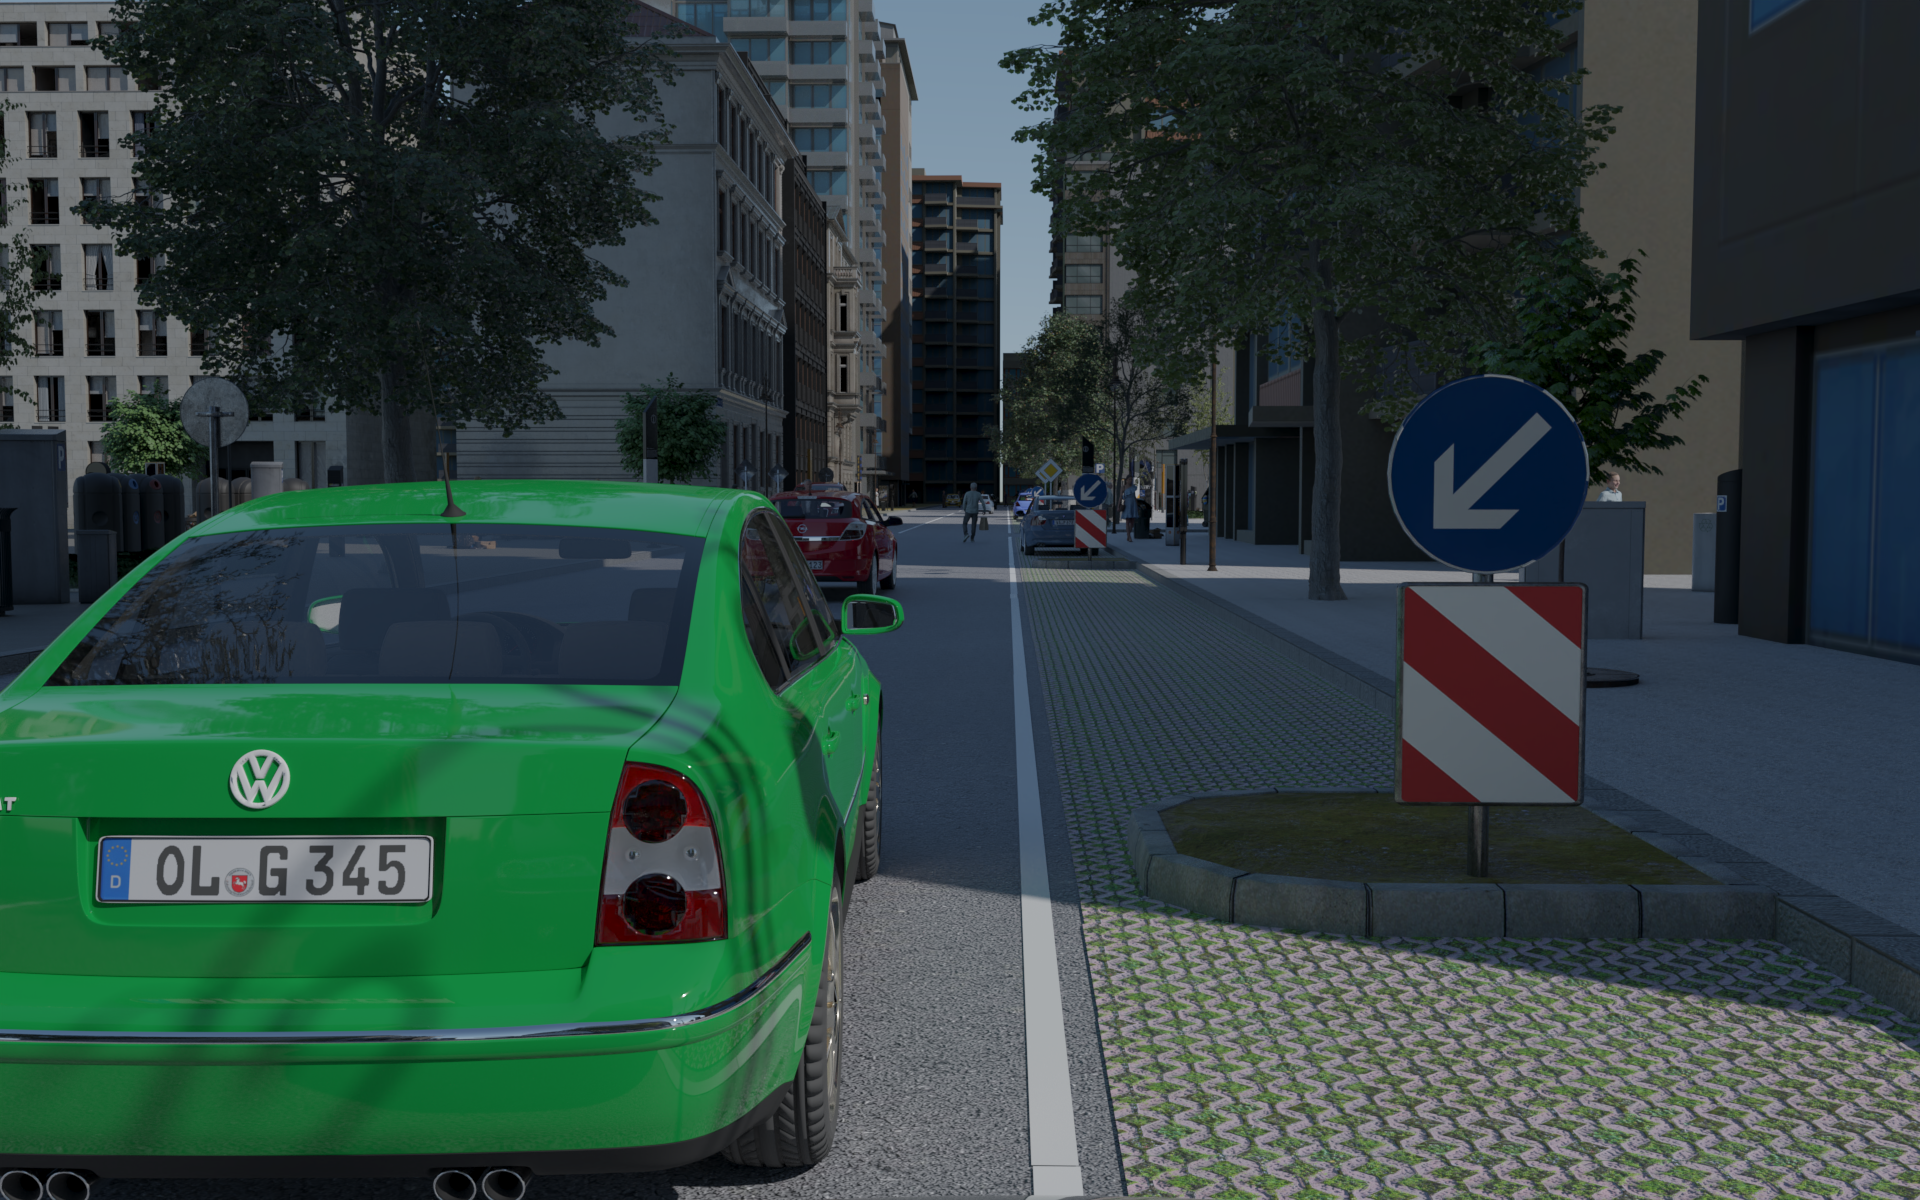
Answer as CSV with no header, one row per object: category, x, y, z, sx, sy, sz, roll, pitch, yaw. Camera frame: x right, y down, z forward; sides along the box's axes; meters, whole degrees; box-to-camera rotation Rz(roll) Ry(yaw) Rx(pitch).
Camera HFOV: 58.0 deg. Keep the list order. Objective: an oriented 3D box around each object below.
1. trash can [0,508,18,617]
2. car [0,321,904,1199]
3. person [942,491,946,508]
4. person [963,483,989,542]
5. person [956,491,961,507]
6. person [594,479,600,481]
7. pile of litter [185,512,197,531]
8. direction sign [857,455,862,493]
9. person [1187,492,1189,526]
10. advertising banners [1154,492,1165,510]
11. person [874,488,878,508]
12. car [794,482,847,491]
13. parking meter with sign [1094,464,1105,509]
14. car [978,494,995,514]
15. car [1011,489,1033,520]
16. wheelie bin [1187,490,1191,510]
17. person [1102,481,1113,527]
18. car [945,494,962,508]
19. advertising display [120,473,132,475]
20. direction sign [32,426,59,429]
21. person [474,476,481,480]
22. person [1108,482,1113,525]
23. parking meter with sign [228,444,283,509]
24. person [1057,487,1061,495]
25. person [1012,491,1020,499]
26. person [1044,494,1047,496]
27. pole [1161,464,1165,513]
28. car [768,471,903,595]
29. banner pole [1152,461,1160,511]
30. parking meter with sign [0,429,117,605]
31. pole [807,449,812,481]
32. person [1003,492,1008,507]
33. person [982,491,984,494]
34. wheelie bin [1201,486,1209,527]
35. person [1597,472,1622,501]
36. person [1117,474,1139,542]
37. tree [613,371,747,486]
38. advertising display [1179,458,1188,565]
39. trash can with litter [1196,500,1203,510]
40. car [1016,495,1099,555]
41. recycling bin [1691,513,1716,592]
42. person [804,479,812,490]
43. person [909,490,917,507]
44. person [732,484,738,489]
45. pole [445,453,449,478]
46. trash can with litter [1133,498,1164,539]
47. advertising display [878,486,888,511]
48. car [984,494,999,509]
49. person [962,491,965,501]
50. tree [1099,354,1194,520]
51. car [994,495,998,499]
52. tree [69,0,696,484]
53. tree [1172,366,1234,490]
trash can,-10.260,-0.395,18.113,0.748,1.137,0.748,0,3,0
car,-1.159,0.228,5.061,1.959,1.807,4.718,0,4,0
person,-1.623,-10.374,178.665,0.434,1.755,0.990,-1,4,-14
person,0.460,-2.608,51.627,0.782,1.767,0.515,0,4,-5
person,-0.209,-11.625,199.118,0.434,1.755,0.990,2,4,33
person,-11.771,-3.051,56.284,0.694,1.780,0.624,-2,4,-30
pile of litter,-19.671,-1.831,43.895,1.176,0.858,1.719,-1,4,-20
direction sign,-5.906,-6.713,101.756,0.379,3.537,0.876,1,4,12
person,9.001,-3.865,70.075,0.563,1.720,0.643,0,4,-7
advertising banners,15.515,-8.723,138.803,2.074,3.025,0.090,3,5,40
person,-6.675,-8.161,140.040,0.524,1.755,0.480,1,4,12
car,-4.368,-2.776,54.063,2.281,1.827,5.304,0,4,0
parking meter with sign,7.852,-6.251,98.466,0.543,3.016,1.738,1,4,12
car,1.493,-6.886,124.586,2.014,1.417,4.499,0,4,3
car,3.823,-5.311,96.418,1.945,1.707,3.694,0,4,0
wheelie bin,16.913,-7.289,127.080,0.693,1.594,0.980,-1,4,-21
person,5.703,-3.690,66.860,0.515,1.767,0.782,1,4,17
car,-0.753,-10.631,184.040,2.015,1.641,3.980,0,3,0
advertising display,-25.379,-2.882,52.337,0.974,1.923,0.123,-1,4,-22
direction sign,-30.405,-4.017,57.668,0.379,3.537,0.876,2,4,35
person,-12.950,-2.462,46.717,0.576,1.772,0.534,-3,5,-44
person,6.148,-3.985,71.688,0.515,1.767,0.782,0,4,-6
parking meter with sign,-16.327,-2.727,40.848,1.738,3.016,0.543,-1,4,-16
person,7.935,-8.019,137.170,0.581,1.822,0.654,1,4,23
person,6.335,-11.087,189.789,1.348,1.821,0.705,-1,4,-19
person,8.829,-10.764,182.766,1.217,1.736,0.721,0,4,-7
pole,13.824,-7.594,118.004,0.158,3.312,0.155,0,3,0
car,-1.935,-0.964,24.798,2.155,1.783,4.494,0,4,3
banner pole,14.865,-8.683,131.980,0.863,3.779,0.401,-2,4,-26
parking meter with sign,-10.826,-1.463,20.185,1.738,3.016,0.543,-1,4,-12
pole,-6.767,-5.150,78.037,0.158,3.312,0.155,0,3,0
person,5.215,-11.530,197.939,0.530,1.710,0.541,0,4,-3
person,1.860,-8.480,147.861,0.721,1.735,1.217,2,4,25
wheelie bin,9.856,-3.637,67.374,0.693,1.594,0.980,3,5,42
person,9.411,-1.051,25.035,0.589,1.601,0.330,-1,4,-23
person,4.492,-2.462,46.392,0.616,1.811,0.778,0,4,-6
tree,-7.741,-3.824,46.241,4.285,4.588,4.351,0,3,0
advertising display,4.084,-1.620,31.702,0.123,1.923,0.974,0,4,6
trash can with litter,17.544,-6.988,125.648,1.055,1.170,0.624,1,4,9
car,2.356,-1.803,41.490,2.014,1.417,4.499,0,3,0
recycling bin,10.137,-0.630,22.847,0.722,1.027,0.722,3,5,40
person,-3.528,-1.936,40.551,0.661,1.777,0.834,0,4,-4
person,-4.646,-10.079,171.616,0.721,1.735,1.217,-3,5,-40
person,-7.958,-3.168,60.636,0.623,1.781,0.721,1,4,16
pole,-25.180,-5.579,85.067,0.158,3.312,0.155,0,3,0
trash can with litter,5.317,-2.332,49.520,1.055,1.170,0.624,-3,5,-42
advertising display,-5.802,-7.709,131.253,0.974,1.923,0.123,3,5,44
car,2.613,-9.331,162.347,2.009,1.686,4.222,0,4,2
person,0.562,-11.764,201.519,0.721,1.739,1.217,2,4,30
tree,9.136,-8.174,84.006,4.360,8.622,3.978,0,3,0
car,3.418,-11.742,203.772,2.131,1.459,4.920,0,4,2
tree,-9.111,-7.404,27.715,9.857,13.997,8.962,0,3,0
tree,13.452,-8.780,93.922,4.737,8.622,4.395,0,3,0
